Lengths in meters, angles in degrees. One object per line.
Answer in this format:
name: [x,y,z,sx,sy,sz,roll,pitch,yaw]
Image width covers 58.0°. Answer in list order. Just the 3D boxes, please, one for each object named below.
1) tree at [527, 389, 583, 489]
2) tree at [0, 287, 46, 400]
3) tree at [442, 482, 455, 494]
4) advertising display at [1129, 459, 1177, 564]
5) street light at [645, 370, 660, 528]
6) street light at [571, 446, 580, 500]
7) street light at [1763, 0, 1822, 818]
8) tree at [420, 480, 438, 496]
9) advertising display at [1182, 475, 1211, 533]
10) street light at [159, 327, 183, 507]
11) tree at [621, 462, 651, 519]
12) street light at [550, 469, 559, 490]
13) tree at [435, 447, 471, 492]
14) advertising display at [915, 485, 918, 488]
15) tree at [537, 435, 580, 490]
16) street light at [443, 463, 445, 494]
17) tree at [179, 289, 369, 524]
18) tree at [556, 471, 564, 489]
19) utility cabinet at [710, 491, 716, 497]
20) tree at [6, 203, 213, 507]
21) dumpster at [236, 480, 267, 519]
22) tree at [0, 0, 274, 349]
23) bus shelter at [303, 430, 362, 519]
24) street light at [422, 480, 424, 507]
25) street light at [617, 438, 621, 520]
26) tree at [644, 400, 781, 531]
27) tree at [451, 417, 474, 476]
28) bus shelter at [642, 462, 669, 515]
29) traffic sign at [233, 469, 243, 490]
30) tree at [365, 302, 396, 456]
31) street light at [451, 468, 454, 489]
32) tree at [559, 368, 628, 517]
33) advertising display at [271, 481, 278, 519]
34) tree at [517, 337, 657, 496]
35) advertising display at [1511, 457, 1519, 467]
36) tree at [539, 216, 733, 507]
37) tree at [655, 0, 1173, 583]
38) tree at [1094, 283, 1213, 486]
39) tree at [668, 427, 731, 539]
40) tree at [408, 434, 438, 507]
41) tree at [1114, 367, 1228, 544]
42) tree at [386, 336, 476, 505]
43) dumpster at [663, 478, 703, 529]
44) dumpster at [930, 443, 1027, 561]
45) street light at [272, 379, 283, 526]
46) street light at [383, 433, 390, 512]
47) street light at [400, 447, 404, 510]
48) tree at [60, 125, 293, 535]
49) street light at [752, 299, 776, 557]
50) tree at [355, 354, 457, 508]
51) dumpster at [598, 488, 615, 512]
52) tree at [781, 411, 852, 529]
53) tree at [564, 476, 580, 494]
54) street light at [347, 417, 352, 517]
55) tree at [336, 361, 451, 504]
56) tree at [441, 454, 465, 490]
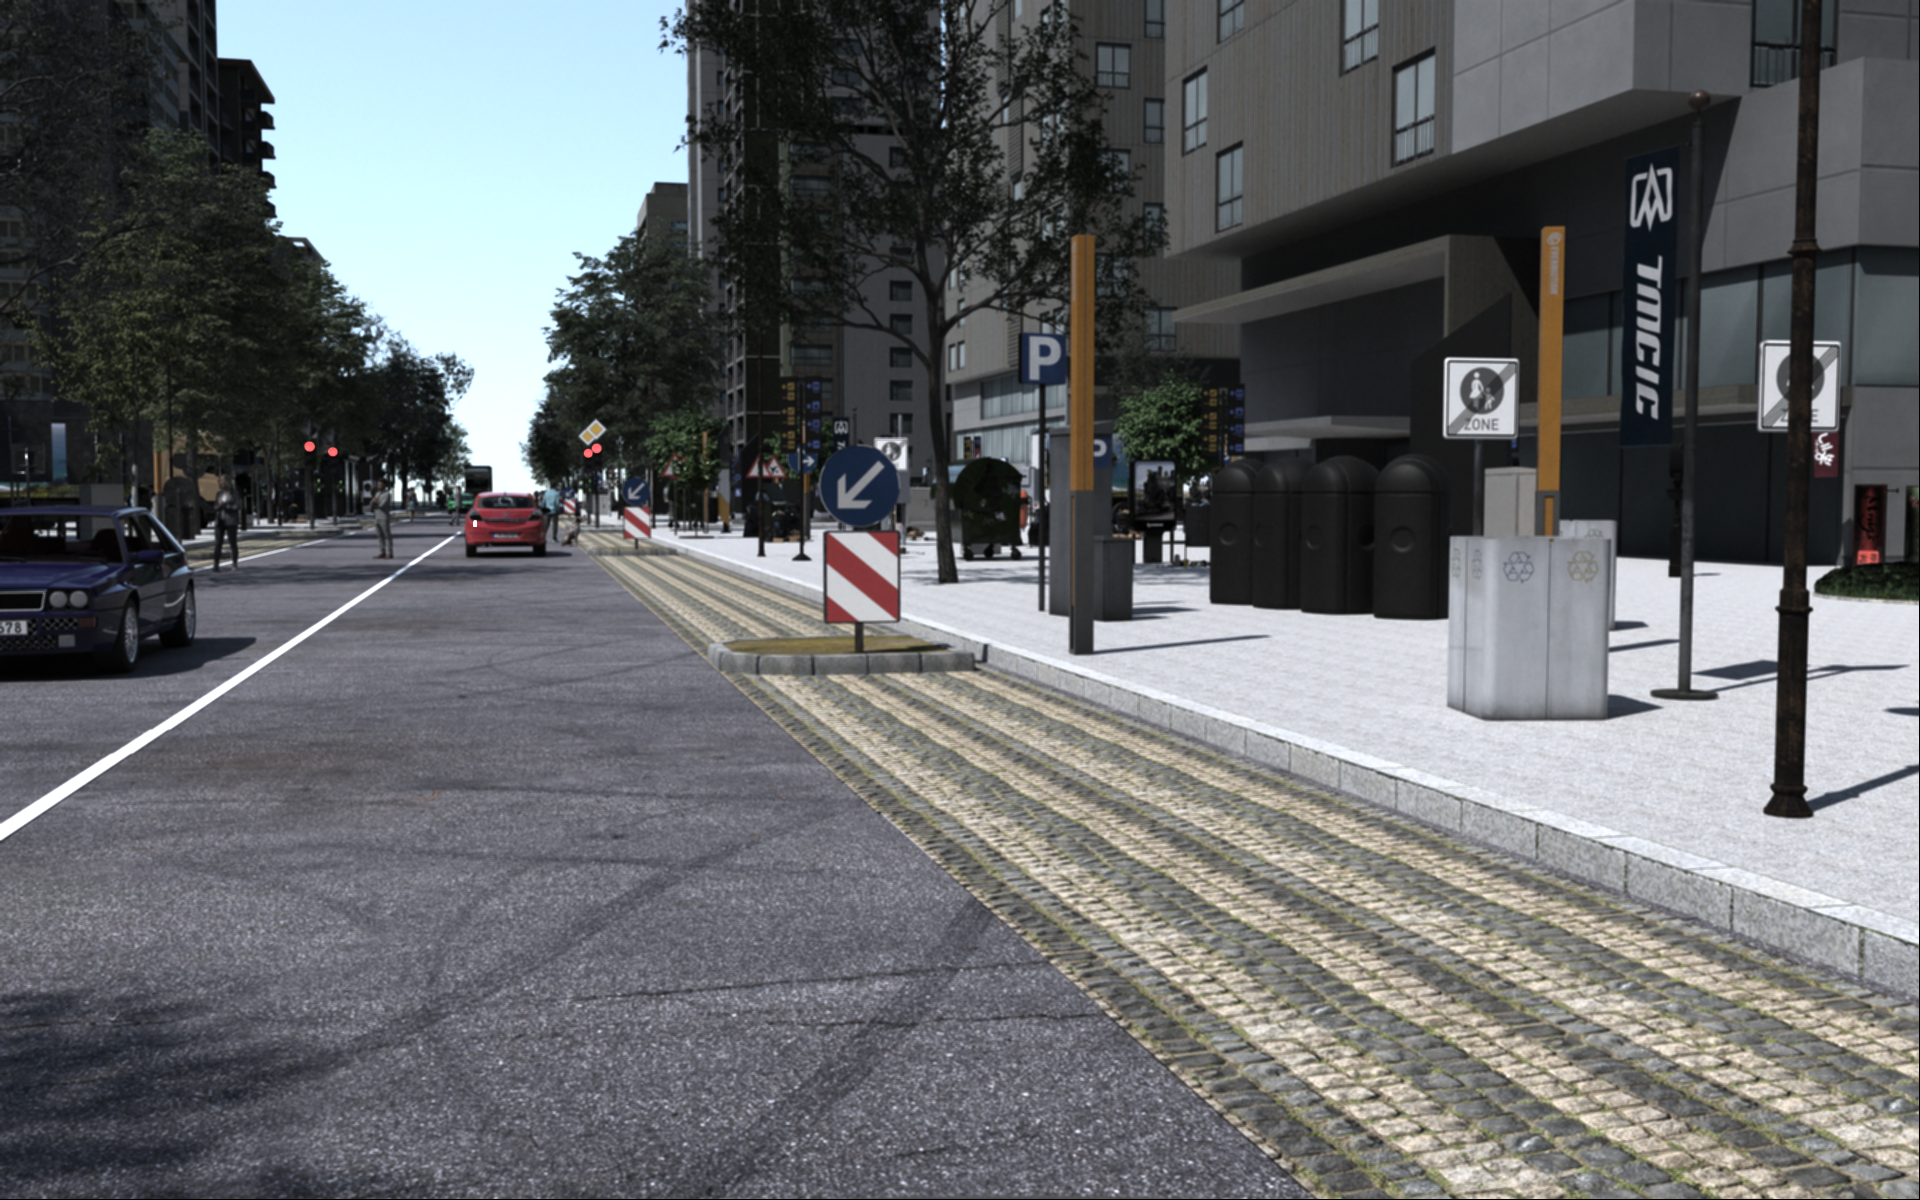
tree: [-40.509,-15.831,176.960,7.486,12.596,7.792,0,3,0]
tree: [-32.271,-6.512,56.835,4.360,8.622,3.978,0,3,0]
tree: [-69.899,-14.766,236.023,1.663,3.219,1.824,0,3,0]
advertising display: [3.568,-1.639,32.005,0.974,1.923,0.123,-2,4,-28]
street light: [-11.433,-5.609,64.488,0.468,5.910,1.993,-1,4,-14]
street light: [-32.134,-10.557,145.397,0.468,5.910,1.993,-1,4,-14]
street light: [3.317,-2.078,6.758,0.468,5.910,1.993,-1,4,-14]
tree: [-56.045,-11.472,182.172,1.663,3.219,1.824,0,3,0]
advertising display: [7.737,-3.152,56.742,0.974,1.923,0.123,2,4,32]
street light: [-21.923,-4.605,48.083,0.468,5.910,1.993,-1,4,-14]
tree: [-17.095,-5.818,89.723,1.663,3.219,1.824,0,3,0]
street light: [-56.697,-16.485,242.311,0.468,5.910,1.993,-1,4,-14]
tree: [-86.198,-22.052,294.966,7.601,10.594,8.767,-1,4,-8]
advertising display: [-3.030,-7.045,120.403,0.123,1.923,0.974,0,4,6]
tree: [-53.923,-18.960,235.757,9.928,11.665,9.643,0,3,0]
street light: [-66.801,-15.392,224.439,0.468,5.910,1.993,-1,4,-14]
tree: [-29.743,-8.581,74.711,8.767,10.594,7.601,-1,4,-10]
tree: [-57.035,-18.112,246.500,4.737,8.622,4.395,0,3,0]
utility cabinet: [-18.004,-7.192,126.267,1.173,1.500,0.318,-1,4,-16]
tree: [-20.915,-5.677,43.189,4.737,8.622,4.395,0,3,0]
dumpster: [-36.410,-5.277,88.770,1.502,2.255,1.985,-1,4,-14]
tree: [-16.552,-7.099,26.442,12.009,13.543,11.850,0,3,0]
bus shelter: [-33.514,-7.009,92.222,2.179,5.291,8.768,-1,4,-14]
street light: [-53.738,-12.261,173.246,0.468,5.910,1.993,-1,4,-14]
street light: [-17.188,-6.996,87.165,0.468,5.910,1.993,-1,4,-14]
tree: [-9.446,-4.722,60.925,4.285,4.588,4.351,0,3,0]
tree: [-68.462,-18.607,229.980,9.928,11.665,9.643,0,3,0]
bus shelter: [-18.981,-8.098,110.041,2.179,5.291,8.768,-1,4,-14]
traffic sign: [-29.389,-4.165,70.226,0.606,2.300,0.079,-1,4,-9]
tree: [-31.115,-10.081,82.951,7.486,12.596,7.792,0,3,0]
street light: [-74.189,-17.151,253.212,0.468,5.910,1.993,-1,4,-14]
tree: [-20.033,-9.026,97.943,4.360,8.622,3.978,0,3,0]
advertising display: [-38.023,-5.561,96.136,0.123,1.923,0.974,-2,4,-33]
tree: [-28.347,-13.694,134.273,12.009,13.543,11.850,0,3,0]
advertising display: [9.636,-1.552,30.588,0.123,1.923,0.974,0,4,-1]
tree: [-15.204,-10.651,80.793,9.857,13.997,8.962,0,3,0]
tree: [-0.506,-5.523,24.717,7.601,10.594,8.767,0,4,7]
tree: [6.390,-6.714,60.138,4.360,8.622,3.978,0,3,0]
tree: [-7.749,-3.409,50.339,1.663,3.219,1.824,0,3,0]
tree: [-54.922,-13.855,176.889,4.360,8.622,3.978,0,3,0]
tree: [5.603,-3.750,45.023,4.285,4.588,4.351,0,3,0]
tree: [-65.259,-21.576,208.649,12.611,20.169,13.585,0,3,0]
dumpster: [-10.254,-3.810,64.787,1.502,2.255,1.985,-1,4,-14]
dumpster: [0.362,-1.917,33.841,1.502,2.255,1.985,-1,4,-14]
street light: [-27.413,-5.924,69.652,0.468,5.910,1.993,-1,4,-14]
street light: [-42.012,-9.444,127.197,0.468,5.910,1.993,-1,4,-14]
street light: [-46.306,-10.463,143.850,0.468,5.910,1.993,-1,4,-14]
tree: [-24.096,-8.331,54.346,7.486,12.596,7.792,0,3,0]
street light: [-4.084,-3.833,35.458,0.468,5.910,1.993,-1,4,-14]
tree: [-49.718,-15.190,155.017,9.857,13.997,8.962,0,3,0]
dumpster: [-25.941,-7.422,127.111,1.264,1.857,1.865,-1,4,-14]
tree: [-5.575,-4.938,64.444,4.285,4.588,4.351,0,3,0]
tree: [-38.134,-10.818,171.478,1.663,3.219,1.824,0,3,0]
street light: [-34.675,-7.682,98.387,0.468,5.910,1.993,-1,4,-14]
tree: [-44.895,-12.729,133.876,9.928,11.665,9.643,0,3,0]
tree: [-80.901,-19.929,276.197,4.737,8.622,4.395,0,3,0]
